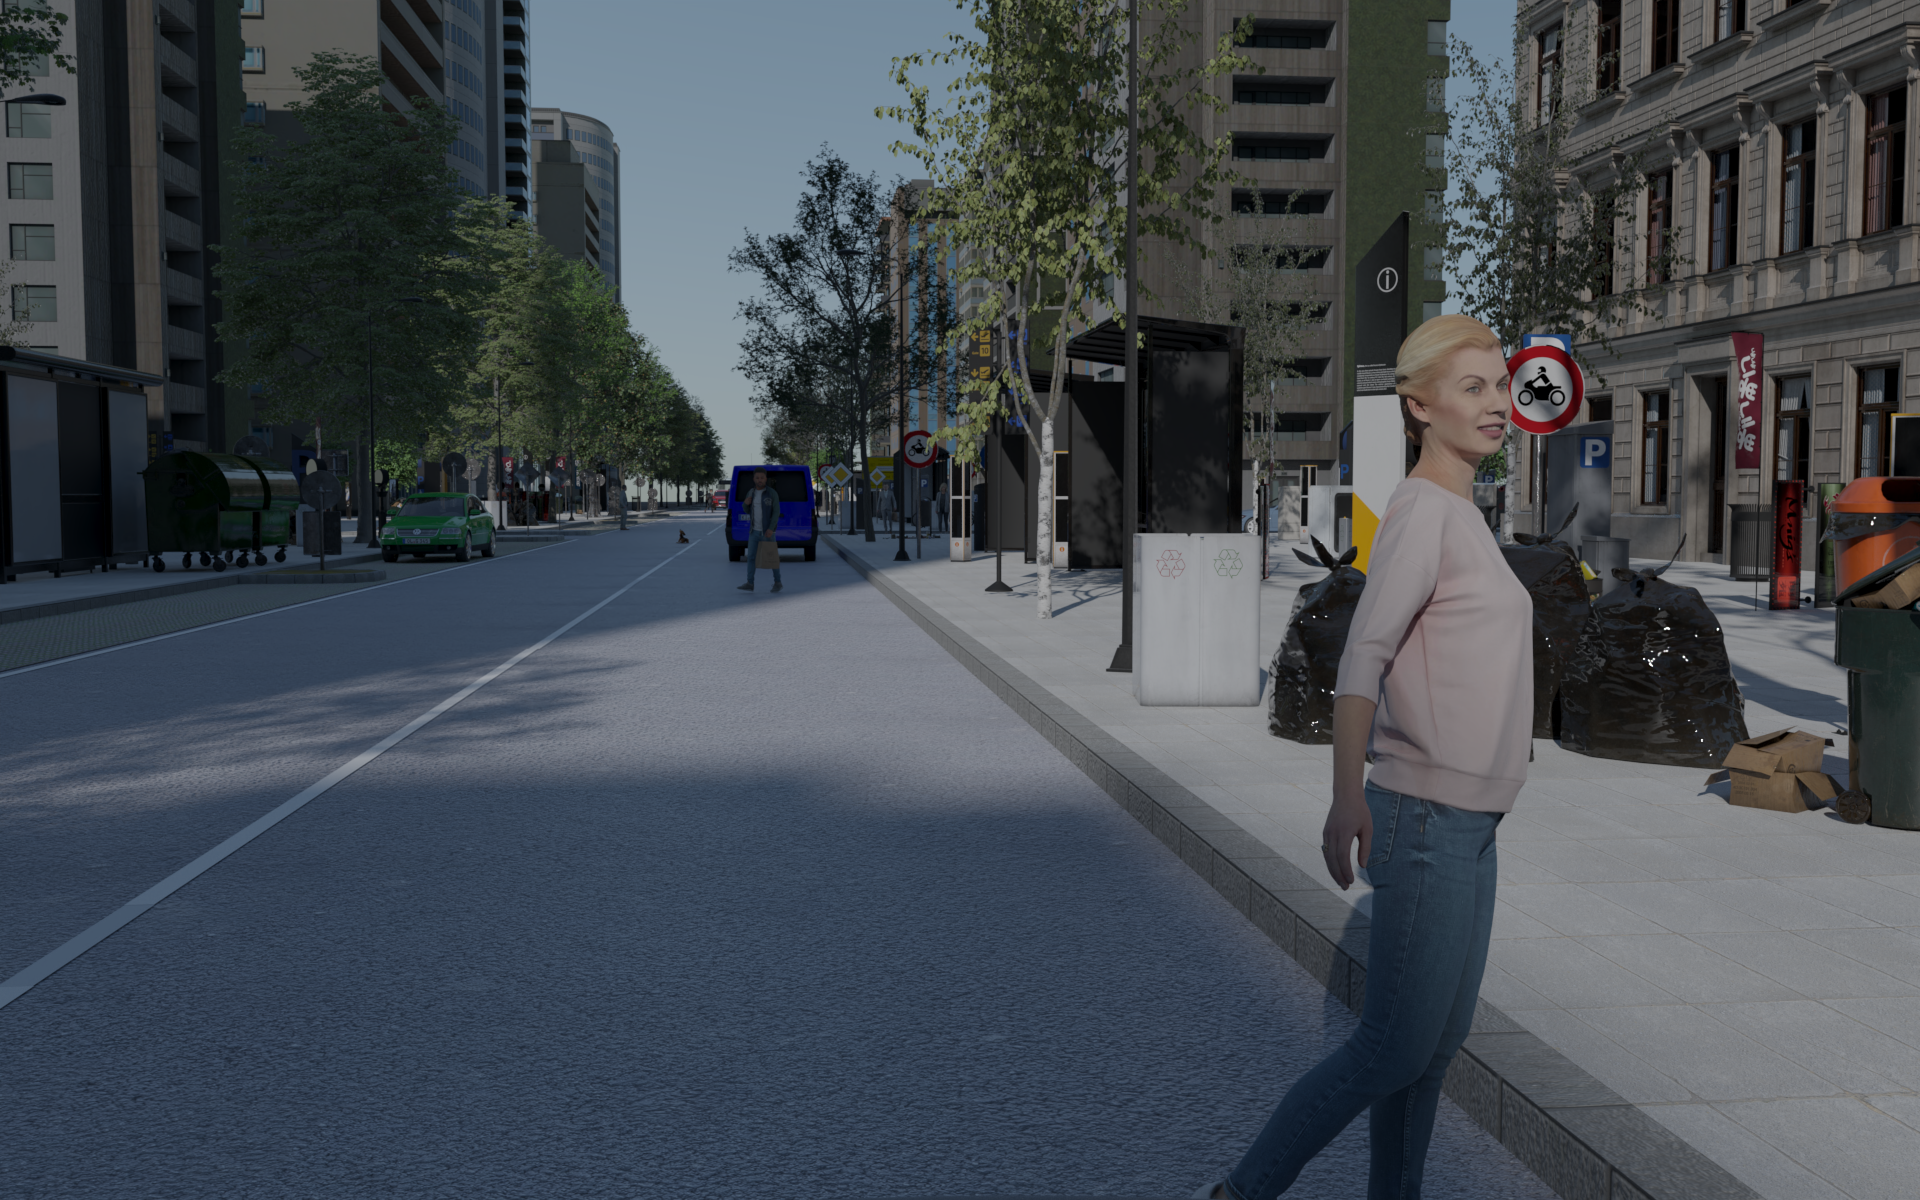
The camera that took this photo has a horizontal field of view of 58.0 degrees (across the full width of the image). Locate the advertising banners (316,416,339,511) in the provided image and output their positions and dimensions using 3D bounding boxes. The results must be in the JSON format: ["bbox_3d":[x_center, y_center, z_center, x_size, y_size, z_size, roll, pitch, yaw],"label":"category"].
[{"bbox_3d":[-14.001,-2.576,38.306,0.090,3.025,2.074,-2,4,-31],"label":"advertising banners"}]

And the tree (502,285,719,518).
[{"bbox_3d":[-20.045,-10.823,93.959,9.611,12.733,9.660,0,3,0],"label":"tree"}]

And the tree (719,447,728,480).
[{"bbox_3d":[-33.090,-18.011,211.490,9.611,12.733,9.660,0,3,0],"label":"tree"}]

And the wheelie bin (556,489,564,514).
[{"bbox_3d":[-26.011,-6.349,111.713,0.980,1.594,0.693,3,4,39],"label":"wheelie bin"}]

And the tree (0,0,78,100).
[{"bbox_3d":[-11.006,-5.367,13.511,9.928,11.665,9.643,0,3,0],"label":"tree"}]

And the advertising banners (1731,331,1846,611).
[{"bbox_3d":[9.168,-1.403,19.124,2.074,3.025,0.090,-2,4,-28],"label":"advertising banners"}]

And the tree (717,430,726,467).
[{"bbox_3d":[-37.420,-20.327,250.467,7.486,12.596,7.792,0,3,0],"label":"tree"}]

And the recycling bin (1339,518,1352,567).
[{"bbox_3d":[4.338,-0.324,17.859,0.722,1.027,0.722,0,4,-1],"label":"recycling bin"}]

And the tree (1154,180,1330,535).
[{"bbox_3d":[6.642,-5.469,39.776,4.360,8.622,3.978,0,3,0],"label":"tree"}]

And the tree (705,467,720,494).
[{"bbox_3d":[-39.536,-19.625,271.227,4.737,8.622,4.395,0,3,0],"label":"tree"}]

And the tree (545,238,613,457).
[{"bbox_3d":[-17.526,-9.053,66.138,7.486,12.596,7.792,0,3,0],"label":"tree"}]

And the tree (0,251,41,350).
[{"bbox_3d":[-24.580,-5.580,41.591,4.360,8.622,3.978,0,3,0],"label":"tree"}]

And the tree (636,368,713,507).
[{"bbox_3d":[-29.228,-15.799,168.685,12.009,13.543,11.850,0,3,0],"label":"tree"}]

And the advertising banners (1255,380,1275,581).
[{"bbox_3d":[4.614,-1.829,26.091,0.090,3.025,2.074,1,4,16],"label":"advertising banners"}]

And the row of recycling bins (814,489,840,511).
[{"bbox_3d":[-10.775,-7.647,132.135,3.534,1.692,1.069,-1,4,-10],"label":"row of recycling bins"}]

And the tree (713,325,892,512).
[{"bbox_3d":[-9.616,-13.004,122.978,12.009,13.543,11.850,0,3,0],"label":"tree"}]

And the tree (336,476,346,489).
[{"bbox_3d":[-33.223,-5.920,91.390,1.663,3.219,1.824,0,3,0],"label":"tree"}]

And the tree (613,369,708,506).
[{"bbox_3d":[-26.155,-14.120,148.987,7.486,12.596,7.792,0,3,0],"label":"tree"}]

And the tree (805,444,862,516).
[{"bbox_3d":[-7.596,-7.353,103.938,4.285,4.588,4.351,0,3,0],"label":"tree"}]

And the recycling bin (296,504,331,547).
[{"bbox_3d":[-15.863,-1.835,42.554,0.722,1.027,0.722,-1,4,-9],"label":"recycling bin"}]

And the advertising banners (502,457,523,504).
[{"bbox_3d":[-20.557,-5.238,81.834,2.074,3.025,0.090,-1,4,-20],"label":"advertising banners"}]

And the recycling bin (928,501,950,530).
[{"bbox_3d":[-0.688,-3.047,62.372,0.722,1.027,0.722,1,4,22],"label":"recycling bin"}]

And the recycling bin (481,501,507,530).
[{"bbox_3d":[-16.846,-3.057,62.544,0.722,1.027,0.722,3,5,43],"label":"recycling bin"}]

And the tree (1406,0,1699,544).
[{"bbox_3d":[8.508,-4.626,25.996,4.360,8.622,3.978,0,3,0],"label":"tree"}]

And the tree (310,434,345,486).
[{"bbox_3d":[-34.817,-6.835,95.460,4.285,4.588,4.351,0,3,0],"label":"tree"}]

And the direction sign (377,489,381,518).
[{"bbox_3d":[-31.087,-6.165,92.789,0.379,3.537,0.876,-2,4,-30],"label":"direction sign"}]

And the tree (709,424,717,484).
[{"bbox_3d":[-31.865,-16.824,193.192,7.486,12.596,7.792,0,3,0],"label":"tree"}]

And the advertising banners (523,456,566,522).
[{"bbox_3d":[-19.263,-5.164,80.612,2.074,3.025,0.090,1,4,15],"label":"advertising banners"}]

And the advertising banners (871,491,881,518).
[{"bbox_3d":[-3.803,-6.164,96.962,2.074,3.025,0.090,-1,4,-17],"label":"advertising banners"}]

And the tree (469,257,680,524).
[{"bbox_3d":[-17.707,-9.154,75.419,9.928,11.665,9.643,0,3,0],"label":"tree"}]

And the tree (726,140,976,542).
[{"bbox_3d":[-2.751,-6.846,46.337,7.601,10.594,8.767,0,4,3],"label":"tree"}]

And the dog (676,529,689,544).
[{"bbox_3d":[-8.121,-1.845,50.366,0.550,0.427,0.748,1,4,13],"label":"dog"}]

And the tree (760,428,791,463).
[{"bbox_3d":[-23.506,-19.141,238.702,9.928,11.665,9.643,0,3,0],"label":"tree"}]

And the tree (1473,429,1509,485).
[{"bbox_3d":[22.635,-5.604,75.336,4.285,4.588,4.351,0,3,0],"label":"tree"}]

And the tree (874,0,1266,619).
[{"bbox_3d":[0.971,-4.127,17.840,4.737,8.622,4.395,0,3,0],"label":"tree"}]

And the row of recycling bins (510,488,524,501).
[{"bbox_3d":[-29.613,-6.642,115.705,3.534,1.692,1.069,3,5,42],"label":"row of recycling bins"}]

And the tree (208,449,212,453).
[{"bbox_3d":[-31.650,-4.819,73.391,1.663,3.219,1.824,0,3,0],"label":"tree"}]

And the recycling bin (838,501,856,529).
[{"bbox_3d":[-4.116,-3.162,64.246,0.722,1.027,0.722,-1,4,-12],"label":"recycling bin"}]

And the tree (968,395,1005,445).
[{"bbox_3d":[2.601,-9.855,111.485,4.360,8.622,3.978,0,3,0],"label":"tree"}]

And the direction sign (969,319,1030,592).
[{"bbox_3d":[0.513,-1.880,22.740,0.876,3.537,0.379,2,4,27],"label":"direction sign"}]

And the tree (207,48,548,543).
[{"bbox_3d":[-15.671,-7.777,45.280,7.486,12.596,7.792,0,3,0],"label":"tree"}]

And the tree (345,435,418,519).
[{"bbox_3d":[-29.292,-6.476,89.598,4.285,4.588,4.351,0,3,0],"label":"tree"}]

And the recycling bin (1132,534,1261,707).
[{"bbox_3d":[1.460,0.109,10.772,0.722,1.027,0.722,0,4,1],"label":"recycling bin"}]

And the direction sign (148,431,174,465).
[{"bbox_3d":[-28.714,-4.297,62.254,0.876,3.537,0.379,-1,4,-17],"label":"direction sign"}]

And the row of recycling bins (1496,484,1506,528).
[{"bbox_3d":[20.631,-3.631,66.473,1.069,1.692,3.534,-3,5,-39],"label":"row of recycling bins"}]

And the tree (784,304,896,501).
[{"bbox_3d":[-4.599,-7.075,66.047,4.360,8.622,3.978,0,3,0],"label":"tree"}]

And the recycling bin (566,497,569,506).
[{"bbox_3d":[-30.282,-7.328,132.374,0.722,1.027,0.722,-1,4,-23],"label":"recycling bin"}]

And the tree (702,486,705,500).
[{"bbox_3d":[-38.138,-18.827,258.188,4.360,8.622,3.978,0,3,0],"label":"tree"}]
